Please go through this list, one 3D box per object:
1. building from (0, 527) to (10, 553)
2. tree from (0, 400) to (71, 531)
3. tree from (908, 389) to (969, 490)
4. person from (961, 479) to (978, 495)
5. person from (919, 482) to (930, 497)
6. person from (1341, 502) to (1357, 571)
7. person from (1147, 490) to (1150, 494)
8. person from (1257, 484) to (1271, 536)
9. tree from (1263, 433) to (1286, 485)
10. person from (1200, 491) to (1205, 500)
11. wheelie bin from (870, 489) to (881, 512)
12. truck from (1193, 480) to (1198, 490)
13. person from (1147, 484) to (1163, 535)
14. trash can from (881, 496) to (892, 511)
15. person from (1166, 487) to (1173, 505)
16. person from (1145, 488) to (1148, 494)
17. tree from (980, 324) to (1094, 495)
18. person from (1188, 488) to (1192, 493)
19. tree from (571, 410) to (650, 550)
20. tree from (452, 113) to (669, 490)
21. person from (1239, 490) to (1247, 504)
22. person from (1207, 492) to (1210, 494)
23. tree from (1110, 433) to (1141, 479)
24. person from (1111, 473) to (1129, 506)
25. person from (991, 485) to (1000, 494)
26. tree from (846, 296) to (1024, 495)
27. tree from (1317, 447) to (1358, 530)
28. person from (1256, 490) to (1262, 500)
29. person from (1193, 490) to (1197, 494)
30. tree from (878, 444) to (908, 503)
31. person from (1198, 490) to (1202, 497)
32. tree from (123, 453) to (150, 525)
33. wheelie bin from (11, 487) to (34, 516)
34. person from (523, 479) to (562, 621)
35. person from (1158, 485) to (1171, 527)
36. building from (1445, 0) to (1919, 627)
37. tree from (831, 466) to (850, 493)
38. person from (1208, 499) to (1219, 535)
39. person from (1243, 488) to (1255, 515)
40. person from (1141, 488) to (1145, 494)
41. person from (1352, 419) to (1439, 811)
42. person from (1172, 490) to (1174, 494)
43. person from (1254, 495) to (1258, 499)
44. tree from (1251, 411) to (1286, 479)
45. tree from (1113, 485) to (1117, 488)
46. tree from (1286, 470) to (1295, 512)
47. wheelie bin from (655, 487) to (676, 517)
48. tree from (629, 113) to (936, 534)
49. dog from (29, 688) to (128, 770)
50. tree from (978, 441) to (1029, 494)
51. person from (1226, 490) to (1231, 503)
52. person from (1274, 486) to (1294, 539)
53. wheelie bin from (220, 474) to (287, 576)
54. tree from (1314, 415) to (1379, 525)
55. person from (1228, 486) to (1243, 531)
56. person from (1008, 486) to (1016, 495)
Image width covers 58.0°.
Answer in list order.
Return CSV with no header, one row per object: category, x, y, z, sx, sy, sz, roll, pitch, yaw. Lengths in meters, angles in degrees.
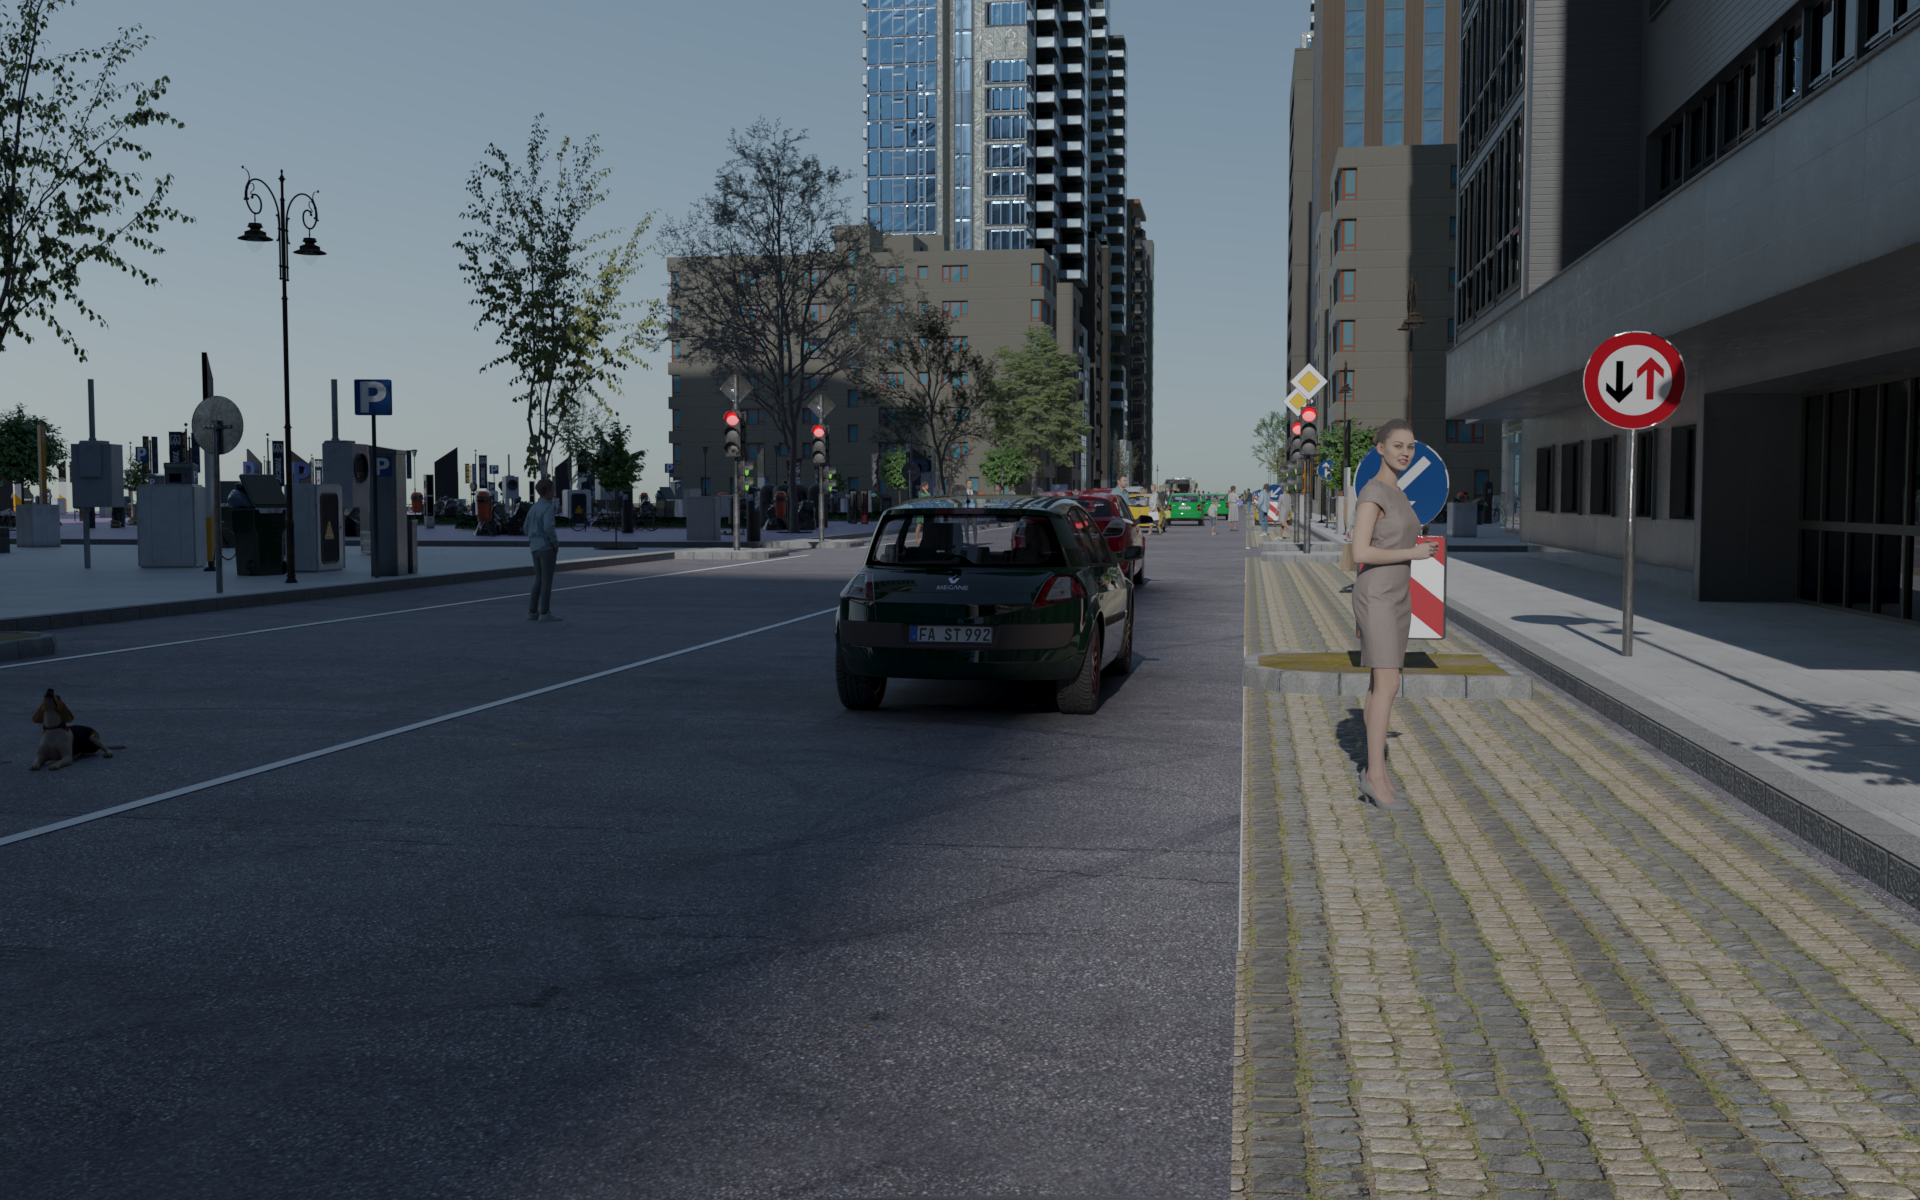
building,-33.944,-29.811,29.408,28.212,58.520,21.231,1,4,9
tree,-32.880,-4.717,60.834,4.285,4.588,4.351,0,3,0
tree,-1.526,-10.418,120.701,4.360,8.622,3.978,0,3,0
person,0.306,-2.403,47.566,0.659,1.850,0.755,-1,4,-9
person,-1.062,-2.593,51.139,0.529,1.795,0.600,1,4,12
person,5.695,-0.930,24.192,0.515,1.767,0.782,-3,4,-36
person,16.455,-8.712,150.958,0.705,1.821,1.348,-1,4,-17
person,10.396,-3.082,59.152,0.793,1.790,0.793,1,4,12
tree,37.840,-15.398,202.123,4.737,8.622,4.395,0,3,0
person,21.879,-9.004,156.423,0.721,1.736,1.217,-1,4,-14
wheelie bin,-5.111,-5.942,105.052,0.693,1.594,0.980,0,4,-4
truck,30.218,-14.455,232.260,3.469,3.379,9.791,1,4,9
person,6.748,-3.127,59.972,0.624,1.780,0.694,0,4,7
trash can,-4.332,-5.535,102.144,0.748,1.137,0.748,0,3,0
person,12.094,-5.635,100.405,0.659,1.850,0.755,2,4,26
person,12.151,-6.380,112.922,0.767,1.812,0.694,-1,4,-15
tree,5.045,-12.077,115.593,7.486,12.596,7.792,0,3,0
person,14.105,-5.934,105.795,0.520,1.790,0.573,3,4,39
tree,-7.889,-2.776,39.982,1.663,3.219,1.824,0,3,0
tree,-8.162,-5.154,34.627,4.737,8.622,4.395,0,3,0
person,26.045,-9.156,158.287,1.348,1.812,0.705,-2,4,-25
person,22.991,-9.149,159.554,0.593,1.643,0.415,-2,4,-35
tree,18.425,-15.152,198.092,4.360,8.622,3.978,0,3,0
person,2.965,-1.476,32.652,0.620,1.820,0.660,2,4,34
person,1.501,-4.043,74.517,0.836,1.842,0.656,0,4,8
tree,-0.848,-8.967,81.019,8.767,10.594,7.601,-2,4,-31
tree,13.920,-4.139,62.269,1.663,3.219,1.824,0,3,0
person,23.904,-7.853,137.680,0.721,1.735,1.217,-1,4,-21
person,20.880,-8.876,153.629,0.705,1.823,1.348,0,4,-6
tree,-3.865,-7.833,111.777,4.285,4.588,4.351,0,3,0
person,19.825,-8.266,144.364,0.721,1.735,1.217,-3,4,-36
tree,-33.746,-4.698,71.419,1.663,3.219,1.824,0,3,0
wheelie bin,-43.192,-4.394,79.757,0.693,1.594,0.980,2,4,30
person,-4.693,-0.566,19.569,0.330,1.601,0.589,-2,4,-34
person,8.467,-4.006,74.218,0.699,1.804,1.509,-1,4,-18
building,14.575,-12.263,19.575,14.314,24.678,30.058,1,4,9
tree,-8.342,-7.568,118.345,1.663,3.219,1.824,0,3,0
person,8.905,-2.919,60.916,0.352,1.250,0.332,-1,4,-11
person,19.801,-6.756,118.952,0.794,1.824,0.713,-1,4,-16
person,8.913,-4.619,84.766,0.760,1.731,0.466,-1,4,-9
person,2.011,0.049,8.046,0.374,1.781,0.599,2,4,32
person,16.170,-7.535,132.235,0.617,1.759,0.750,-2,4,-28
person,27.857,-9.320,161.664,1.217,1.735,0.721,3,4,37
tree,38.934,-17.340,209.259,9.928,11.665,9.643,0,3,0
tree,17.918,-12.141,193.108,1.663,3.219,1.824,0,3,0
tree,27.059,-9.026,142.173,1.663,3.219,1.824,0,3,0
wheelie bin,-12.679,-4.064,74.350,0.693,1.594,0.980,3,4,37
tree,-5.563,-8.940,56.532,12.009,13.543,11.850,0,3,0
dog,-4.738,0.663,9.348,0.550,0.427,0.748,3,4,36
tree,2.673,-7.422,105.058,4.285,4.588,4.351,0,3,0
person,20.643,-7.566,132.751,0.990,1.755,0.434,1,4,15
person,10.209,-2.752,54.250,0.760,1.731,0.466,2,4,27
wheelie bin,-11.099,-1.189,27.341,0.693,1.594,0.980,2,4,32
tree,16.168,-5.379,71.667,4.285,4.588,4.351,0,3,0
person,10.609,-3.530,66.791,0.480,1.755,0.524,3,5,41
person,2.578,-4.678,85.106,0.853,1.813,0.709,-3,4,-38
